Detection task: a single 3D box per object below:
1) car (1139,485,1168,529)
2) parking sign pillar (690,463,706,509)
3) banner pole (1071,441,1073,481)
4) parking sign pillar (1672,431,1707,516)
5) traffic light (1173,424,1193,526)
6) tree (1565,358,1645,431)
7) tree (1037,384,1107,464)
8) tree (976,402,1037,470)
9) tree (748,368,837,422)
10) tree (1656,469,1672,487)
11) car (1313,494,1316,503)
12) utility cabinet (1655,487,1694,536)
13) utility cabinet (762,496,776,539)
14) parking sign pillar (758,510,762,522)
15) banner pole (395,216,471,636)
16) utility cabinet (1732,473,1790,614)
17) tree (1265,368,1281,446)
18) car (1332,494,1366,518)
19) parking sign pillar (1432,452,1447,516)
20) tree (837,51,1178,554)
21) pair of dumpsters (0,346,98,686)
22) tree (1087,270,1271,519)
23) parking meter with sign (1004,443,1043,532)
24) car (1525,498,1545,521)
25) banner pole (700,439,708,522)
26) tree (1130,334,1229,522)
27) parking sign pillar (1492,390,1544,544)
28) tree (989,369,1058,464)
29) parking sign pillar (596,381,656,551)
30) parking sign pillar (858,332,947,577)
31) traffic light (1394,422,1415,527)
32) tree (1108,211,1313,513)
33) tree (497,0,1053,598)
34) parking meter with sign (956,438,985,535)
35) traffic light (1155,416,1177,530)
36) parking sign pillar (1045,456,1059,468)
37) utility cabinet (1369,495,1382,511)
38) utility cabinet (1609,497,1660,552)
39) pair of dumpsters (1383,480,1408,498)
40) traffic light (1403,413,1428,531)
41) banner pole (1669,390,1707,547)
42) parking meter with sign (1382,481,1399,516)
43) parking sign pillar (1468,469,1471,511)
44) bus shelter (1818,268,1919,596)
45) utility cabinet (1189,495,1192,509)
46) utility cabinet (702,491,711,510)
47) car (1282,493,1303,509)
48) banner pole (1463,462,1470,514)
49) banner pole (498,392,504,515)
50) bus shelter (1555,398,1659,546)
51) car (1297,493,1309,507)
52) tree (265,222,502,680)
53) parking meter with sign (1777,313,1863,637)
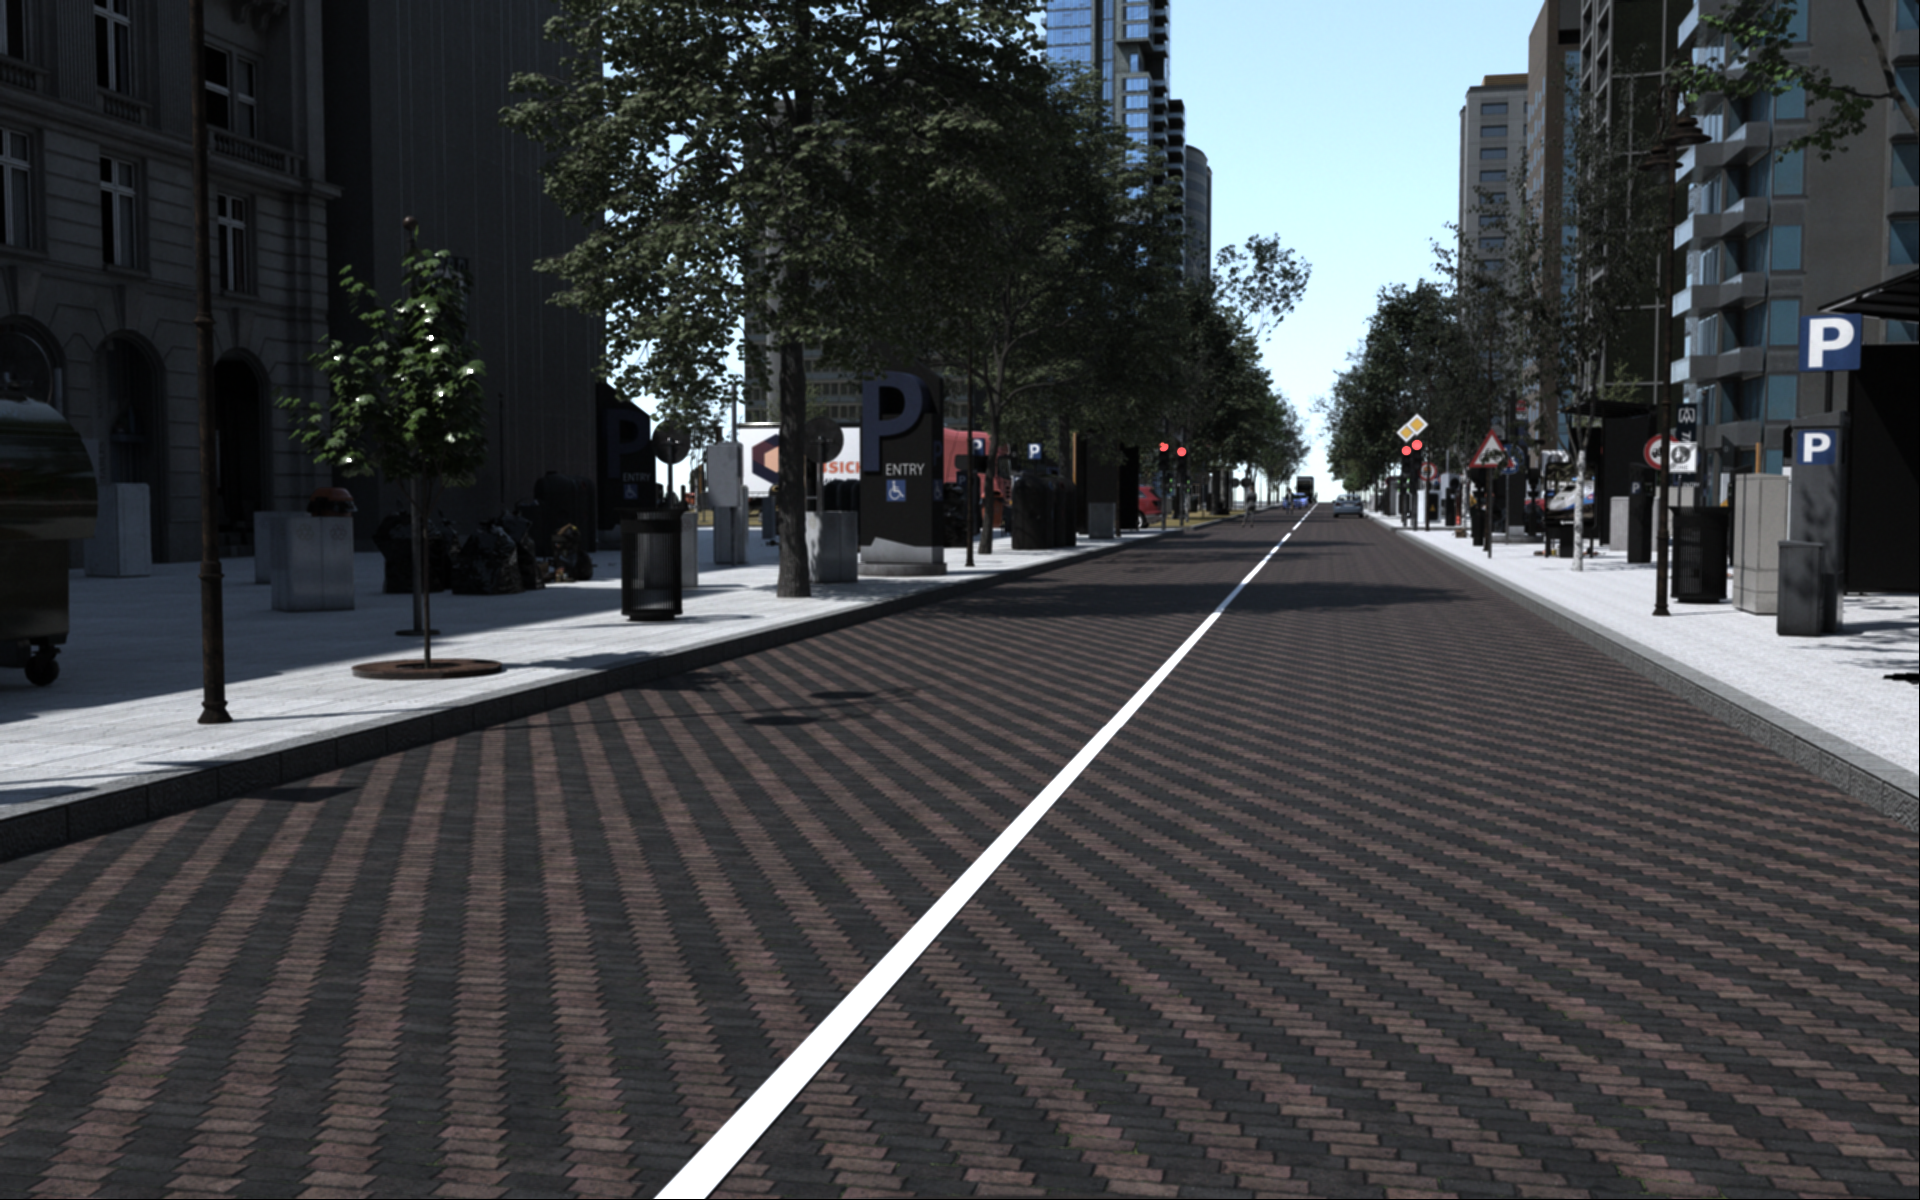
[{"bbox_3d":[5.346,-3.562,66.914,5.304,1.827,2.281,1,4,13],"label":"car"},{"bbox_3d":[-22.399,-9.758,148.021,1.447,3.967,1.447,1,4,18],"label":"parking sign pillar"},{"bbox_3d":[5.463,-5.602,81.608,0.863,3.779,0.401,3,4,36],"label":"banner pole"},{"bbox_3d":[30.931,-5.198,73.464,1.447,3.967,1.447,3,5,41],"label":"parking sign pillar"},{"bbox_3d":[8.976,-4.950,69.858,0.839,4.253,0.868,1,4,12],"label":"traffic light"},{"bbox_3d":[34.811,-8.731,93.113,4.737,8.622,4.395,0,3,0],"label":"tree"},{"bbox_3d":[7.944,-9.650,108.140,4.737,8.622,4.395,0,3,0],"label":"tree"},{"bbox_3d":[3.625,-10.098,115.460,4.737,8.622,4.395,0,3,0],"label":"tree"},{"bbox_3d":[-9.788,-9.176,100.391,4.737,8.622,4.395,0,3,0],"label":"tree"},{"bbox_3d":[44.325,-7.885,112.636,4.285,4.588,4.351,0,3,0],"label":"tree"},{"bbox_3d":[58.469,-17.024,288.570,2.015,1.641,3.980,1,4,14],"label":"car"},{"bbox_3d":[21.647,-2.687,52.617,1.173,1.500,0.318,2,4,27],"label":"utility cabinet"},{"bbox_3d":[-5.537,-2.382,50.115,0.306,1.237,1.020,0,4,0],"label":"utility cabinet"},{"bbox_3d":[-8.475,-5.526,78.830,1.447,3.967,1.447,0,4,5],"label":"parking sign pillar"},{"bbox_3d":[-4.818,-1.584,15.910,0.401,3.779,0.863,3,4,37],"label":"banner pole"},{"bbox_3d":[8.695,-0.619,18.800,0.318,1.500,1.173,1,4,13],"label":"utility cabinet"},{"bbox_3d":[15.588,-11.350,103.696,7.486,12.596,7.792,0,3,0],"label":"tree"},{"bbox_3d":[23.621,-5.702,105.232,2.014,1.417,4.499,1,4,13],"label":"car"},{"bbox_3d":[28.090,-6.967,102.389,1.447,3.967,1.447,0,4,-3],"label":"parking sign pillar"},{"bbox_3d":[0.841,-6.246,36.532,7.601,10.594,8.767,2,4,23],"label":"tree"},{"bbox_3d":[-6.947,-0.437,9.633,1.574,2.255,4.437,1,4,12],"label":"pair of dumpsters"},{"bbox_3d":[11.309,-10.527,89.132,9.611,12.733,9.660,0,3,0],"label":"tree"},{"bbox_3d":[2.120,-3.827,58.840,0.543,3.016,1.738,2,4,34],"label":"parking meter with sign"},{"bbox_3d":[22.606,-3.331,63.128,5.304,1.827,2.281,1,4,10],"label":"car"},{"bbox_3d":[-11.597,-5.464,79.356,0.401,3.779,0.863,2,4,32],"label":"banner pole"},{"bbox_3d":[10.212,-7.883,79.245,4.360,8.622,3.978,0,3,0],"label":"tree"},{"bbox_3d":[14.585,-3.480,45.374,1.447,3.967,1.447,1,4,16],"label":"parking sign pillar"},{"bbox_3d":[3.029,-8.748,93.387,4.360,8.622,3.978,0,3,0],"label":"tree"},{"bbox_3d":[-7.682,-3.145,39.890,1.447,3.967,1.447,-2,4,-35],"label":"parking sign pillar"},{"bbox_3d":[-0.925,-2.384,27.457,1.447,3.967,1.447,2,4,26],"label":"parking sign pillar"},{"bbox_3d":[17.503,-4.842,68.080,0.839,4.253,0.868,1,4,12],"label":"traffic light"},{"bbox_3d":[16.534,-15.963,116.883,12.611,20.169,13.585,0,3,0],"label":"tree"},{"bbox_3d":[-1.721,-6.293,21.013,7.486,12.596,7.792,0,3,0],"label":"tree"},{"bbox_3d":[0.178,-3.504,53.550,0.543,3.016,1.738,2,4,24],"label":"parking meter with sign"},{"bbox_3d":[7.325,-4.472,62.045,0.839,4.253,0.868,1,4,12],"label":"traffic light"},{"bbox_3d":[6.786,-8.290,124.018,1.447,3.967,1.447,0,4,-8],"label":"parking sign pillar"},{"bbox_3d":[32.446,-7.585,135.169,0.306,1.237,1.020,-3,5,-40],"label":"utility cabinet"},{"bbox_3d":[15.141,-1.694,38.853,1.020,1.237,0.306,2,4,32],"label":"utility cabinet"},{"bbox_3d":[29.282,-6.959,116.280,1.574,2.255,4.437,1,4,12],"label":"pair of dumpsters"},{"bbox_3d":[15.852,-4.364,60.266,0.839,4.253,0.868,1,4,12],"label":"traffic light"},{"bbox_3d":[17.755,-3.178,41.980,0.863,3.779,0.401,1,4,10],"label":"banner pole"},{"bbox_3d":[25.647,-6.460,101.878,1.738,3.016,0.543,2,4,34],"label":"parking meter with sign"},{"bbox_3d":[39.171,-8.749,131.513,1.447,3.967,1.447,3,5,41],"label":"parking sign pillar"},{"bbox_3d":[10.981,-1.677,18.701,1.731,3.624,6.357,1,4,12],"label":"bus shelter"},{"bbox_3d":[18.787,-7.962,141.338,0.306,1.237,1.020,2,4,29],"label":"utility cabinet"},{"bbox_3d":[-20.119,-7.854,137.096,0.318,1.500,1.173,3,5,45],"label":"utility cabinet"},{"bbox_3d":[31.454,-9.444,163.994,1.945,1.707,3.694,1,4,11],"label":"car"},{"bbox_3d":[32.919,-7.519,112.956,0.401,3.779,0.863,-3,4,-39],"label":"banner pole"},{"bbox_3d":[-11.243,-3.212,42.537,0.401,3.779,0.863,-1,4,-15],"label":"banner pole"},{"bbox_3d":[16.874,-3.310,45.400,1.731,3.624,6.357,1,4,12],"label":"bus shelter"},{"bbox_3d":[36.762,-10.874,187.375,1.945,1.707,3.694,1,4,11],"label":"car"},{"bbox_3d":[-3.814,-1.094,12.496,1.663,3.219,1.824,0,3,0],"label":"tree"},{"bbox_3d":[8.016,-1.220,16.205,0.543,3.016,1.738,2,4,32],"label":"parking meter with sign"}]
